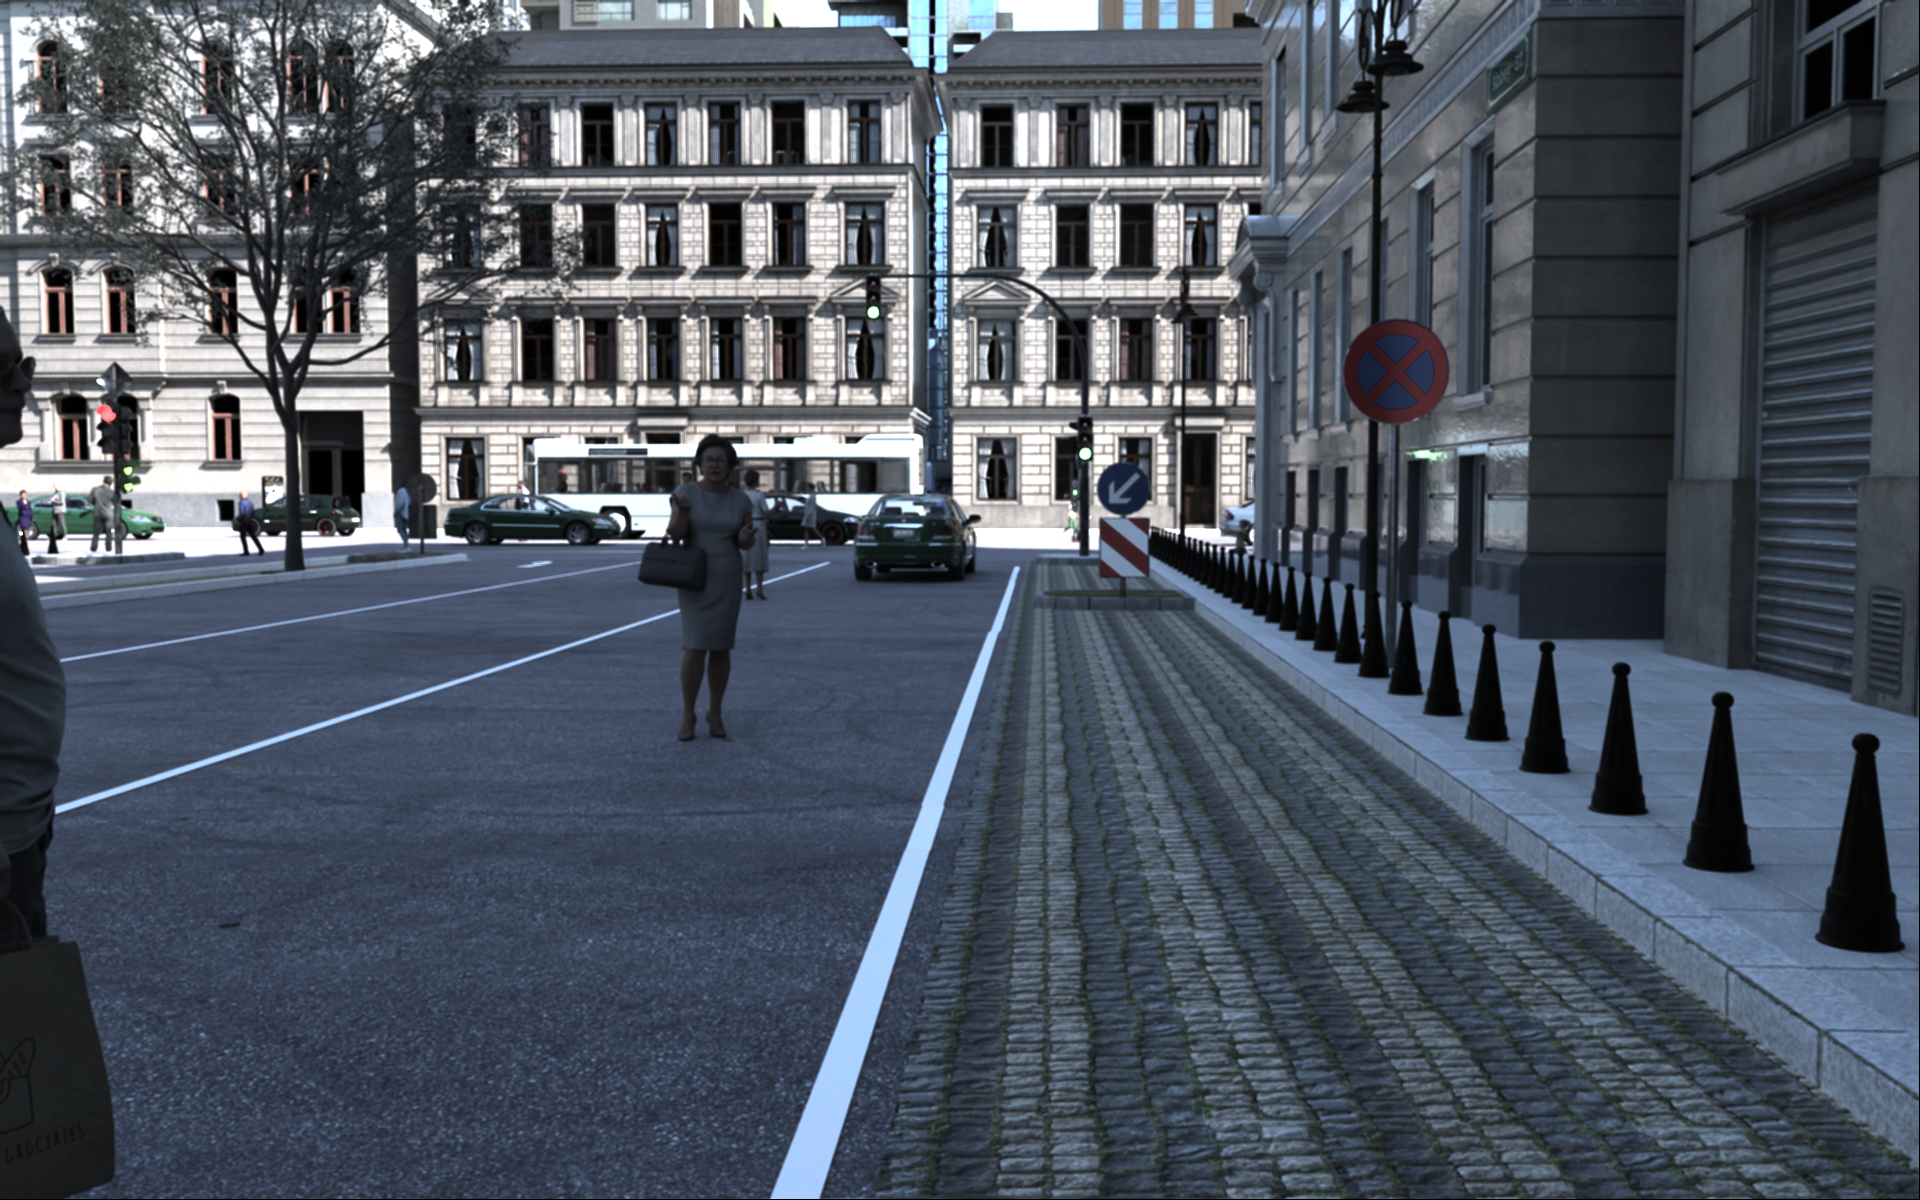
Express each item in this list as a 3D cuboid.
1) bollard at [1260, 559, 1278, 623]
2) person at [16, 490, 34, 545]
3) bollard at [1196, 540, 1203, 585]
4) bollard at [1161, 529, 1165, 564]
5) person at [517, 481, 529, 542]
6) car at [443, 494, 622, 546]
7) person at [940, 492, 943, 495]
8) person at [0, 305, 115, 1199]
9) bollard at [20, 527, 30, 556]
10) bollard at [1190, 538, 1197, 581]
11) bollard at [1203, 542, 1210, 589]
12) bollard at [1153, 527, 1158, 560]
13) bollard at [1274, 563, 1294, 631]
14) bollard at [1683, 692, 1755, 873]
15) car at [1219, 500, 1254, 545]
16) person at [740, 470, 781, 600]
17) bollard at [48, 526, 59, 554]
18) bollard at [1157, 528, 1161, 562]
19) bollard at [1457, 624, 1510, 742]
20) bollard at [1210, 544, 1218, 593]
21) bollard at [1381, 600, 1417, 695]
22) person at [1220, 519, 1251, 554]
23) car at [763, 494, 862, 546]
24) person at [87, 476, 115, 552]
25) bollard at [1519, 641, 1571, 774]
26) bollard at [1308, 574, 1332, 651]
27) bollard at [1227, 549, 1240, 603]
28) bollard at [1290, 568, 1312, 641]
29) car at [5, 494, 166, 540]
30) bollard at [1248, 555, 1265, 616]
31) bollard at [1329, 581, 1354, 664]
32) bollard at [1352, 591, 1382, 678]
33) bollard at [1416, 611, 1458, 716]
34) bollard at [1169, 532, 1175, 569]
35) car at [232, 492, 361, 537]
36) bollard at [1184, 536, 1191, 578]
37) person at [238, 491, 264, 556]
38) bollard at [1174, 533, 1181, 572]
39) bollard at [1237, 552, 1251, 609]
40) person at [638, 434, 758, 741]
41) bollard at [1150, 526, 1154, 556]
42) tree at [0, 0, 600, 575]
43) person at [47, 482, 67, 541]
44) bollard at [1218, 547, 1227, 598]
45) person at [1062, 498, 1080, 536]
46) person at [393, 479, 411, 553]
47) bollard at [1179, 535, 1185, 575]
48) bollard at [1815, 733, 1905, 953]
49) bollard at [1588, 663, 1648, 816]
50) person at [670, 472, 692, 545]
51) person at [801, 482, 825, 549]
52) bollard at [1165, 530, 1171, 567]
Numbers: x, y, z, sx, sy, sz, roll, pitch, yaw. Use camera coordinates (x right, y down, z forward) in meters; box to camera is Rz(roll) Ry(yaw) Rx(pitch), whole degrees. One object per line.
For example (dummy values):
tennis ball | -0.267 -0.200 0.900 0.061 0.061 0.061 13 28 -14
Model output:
bollard | 3.157 -0.077 17.303 0.229 0.601 0.229 0 3 0
person | -26.311 -2.323 48.852 0.546 1.535 0.453 1 4 15
bollard | 3.499 -0.518 24.504 0.229 0.601 0.229 0 3 0
bollard | 3.843 -0.957 31.696 0.229 0.601 0.229 0 3 0
person | -13.298 -2.682 52.211 0.599 1.838 0.709 -1 4 -19
car | -12.012 -2.264 48.810 4.920 1.459 2.131 0 4 1
person | -2.314 -12.401 211.969 1.217 1.735 0.721 -1 4 -13
person | -1.672 0.379 2.788 0.515 1.767 0.782 -2 4 -28
bollard | -19.424 -1.216 35.927 0.229 0.601 0.229 0 3 0
bollard | 3.549 -0.580 25.530 0.229 0.601 0.229 0 3 0
bollard | 3.451 -0.455 23.479 0.229 0.601 0.229 0 3 0
bollard | 3.943 -1.083 33.756 0.229 0.601 0.229 0 3 0
bollard | 3.110 -0.014 16.278 0.229 0.601 0.229 0 3 0
bollard | 2.618 0.617 5.960 0.229 0.601 0.229 0 3 0
car | 9.495 -2.213 48.184 4.499 1.417 2.014 0 4 4
person | -2.739 -0.885 23.538 0.480 1.755 0.524 2 4 24
bollard | -19.373 -1.280 36.977 0.229 0.601 0.229 0 3 0
bollard | 3.894 -1.021 32.730 0.229 0.601 0.229 0 3 0
bollard | 2.763 0.427 9.064 0.229 0.601 0.229 0 3 0
bollard | 3.404 -0.392 22.453 0.229 0.601 0.229 0 3 0
bollard | 2.866 0.301 11.126 0.229 0.601 0.229 0 3 0
person | 6.233 -1.397 39.259 0.695 0.859 0.347 1 4 8
car | -4.704 -2.392 48.902 4.222 1.686 2.009 0 4 4
person | -19.430 -1.892 39.238 0.655 1.846 0.447 -1 4 -18
bollard | 2.716 0.490 8.030 0.229 0.601 0.229 0 3 0
bollard | 3.011 0.112 14.217 0.229 0.601 0.229 0 3 0
bollard | 3.305 -0.267 20.402 0.229 0.601 0.229 0 3 0
bollard | 3.062 0.049 15.247 0.229 0.601 0.229 0 3 0
car | -27.579 -2.614 54.544 4.920 1.459 2.131 0 4 2
bollard | 3.209 -0.140 18.329 0.229 0.601 0.229 0 3 0
bollard | 2.964 0.174 13.191 0.229 0.601 0.229 0 3 0
bollard | 2.912 0.237 12.166 0.229 0.601 0.229 0 3 0
bollard | 2.818 0.364 10.092 0.229 0.601 0.229 0 3 0
bollard | 3.750 -0.832 29.642 0.229 0.601 0.229 0 3 0
car | -22.518 -3.000 58.839 4.222 1.686 2.009 0 4 5
bollard | 3.598 -0.643 26.555 0.229 0.601 0.229 0 3 0
person | -16.604 -1.782 40.328 0.600 1.496 0.574 3 5 45
bollard | 3.700 -0.769 28.617 0.229 0.601 0.229 0 3 0
bollard | 3.257 -0.203 19.355 0.229 0.601 0.229 0 3 0
person | -1.514 -0.076 10.103 0.716 1.782 0.532 -1 4 -23
bollard | 3.988 -1.146 34.781 0.229 0.601 0.229 0 3 0
tree | -11.807 -7.182 30.251 12.009 13.543 11.850 0 3 0
person | -27.288 -2.671 52.360 0.537 1.800 0.526 3 5 40
bollard | 3.357 -0.329 21.428 0.229 0.601 0.229 0 3 0
person | 3.748 -2.805 58.611 0.590 1.304 0.306 1 4 16
person | -13.610 -2.055 42.366 0.793 1.790 0.793 -2 4 -30
bollard | 3.650 -0.706 27.591 0.229 0.601 0.229 0 3 0
bollard | 2.572 0.679 4.934 0.229 0.601 0.229 0 3 0
bollard | 2.668 0.553 7.004 0.229 0.601 0.229 0 3 0
person | -4.928 -1.388 31.162 0.622 1.834 0.822 0 4 7
person | -3.846 -2.188 45.016 0.466 1.731 0.760 3 5 39
bollard | 3.794 -0.895 30.670 0.229 0.601 0.229 0 3 0
